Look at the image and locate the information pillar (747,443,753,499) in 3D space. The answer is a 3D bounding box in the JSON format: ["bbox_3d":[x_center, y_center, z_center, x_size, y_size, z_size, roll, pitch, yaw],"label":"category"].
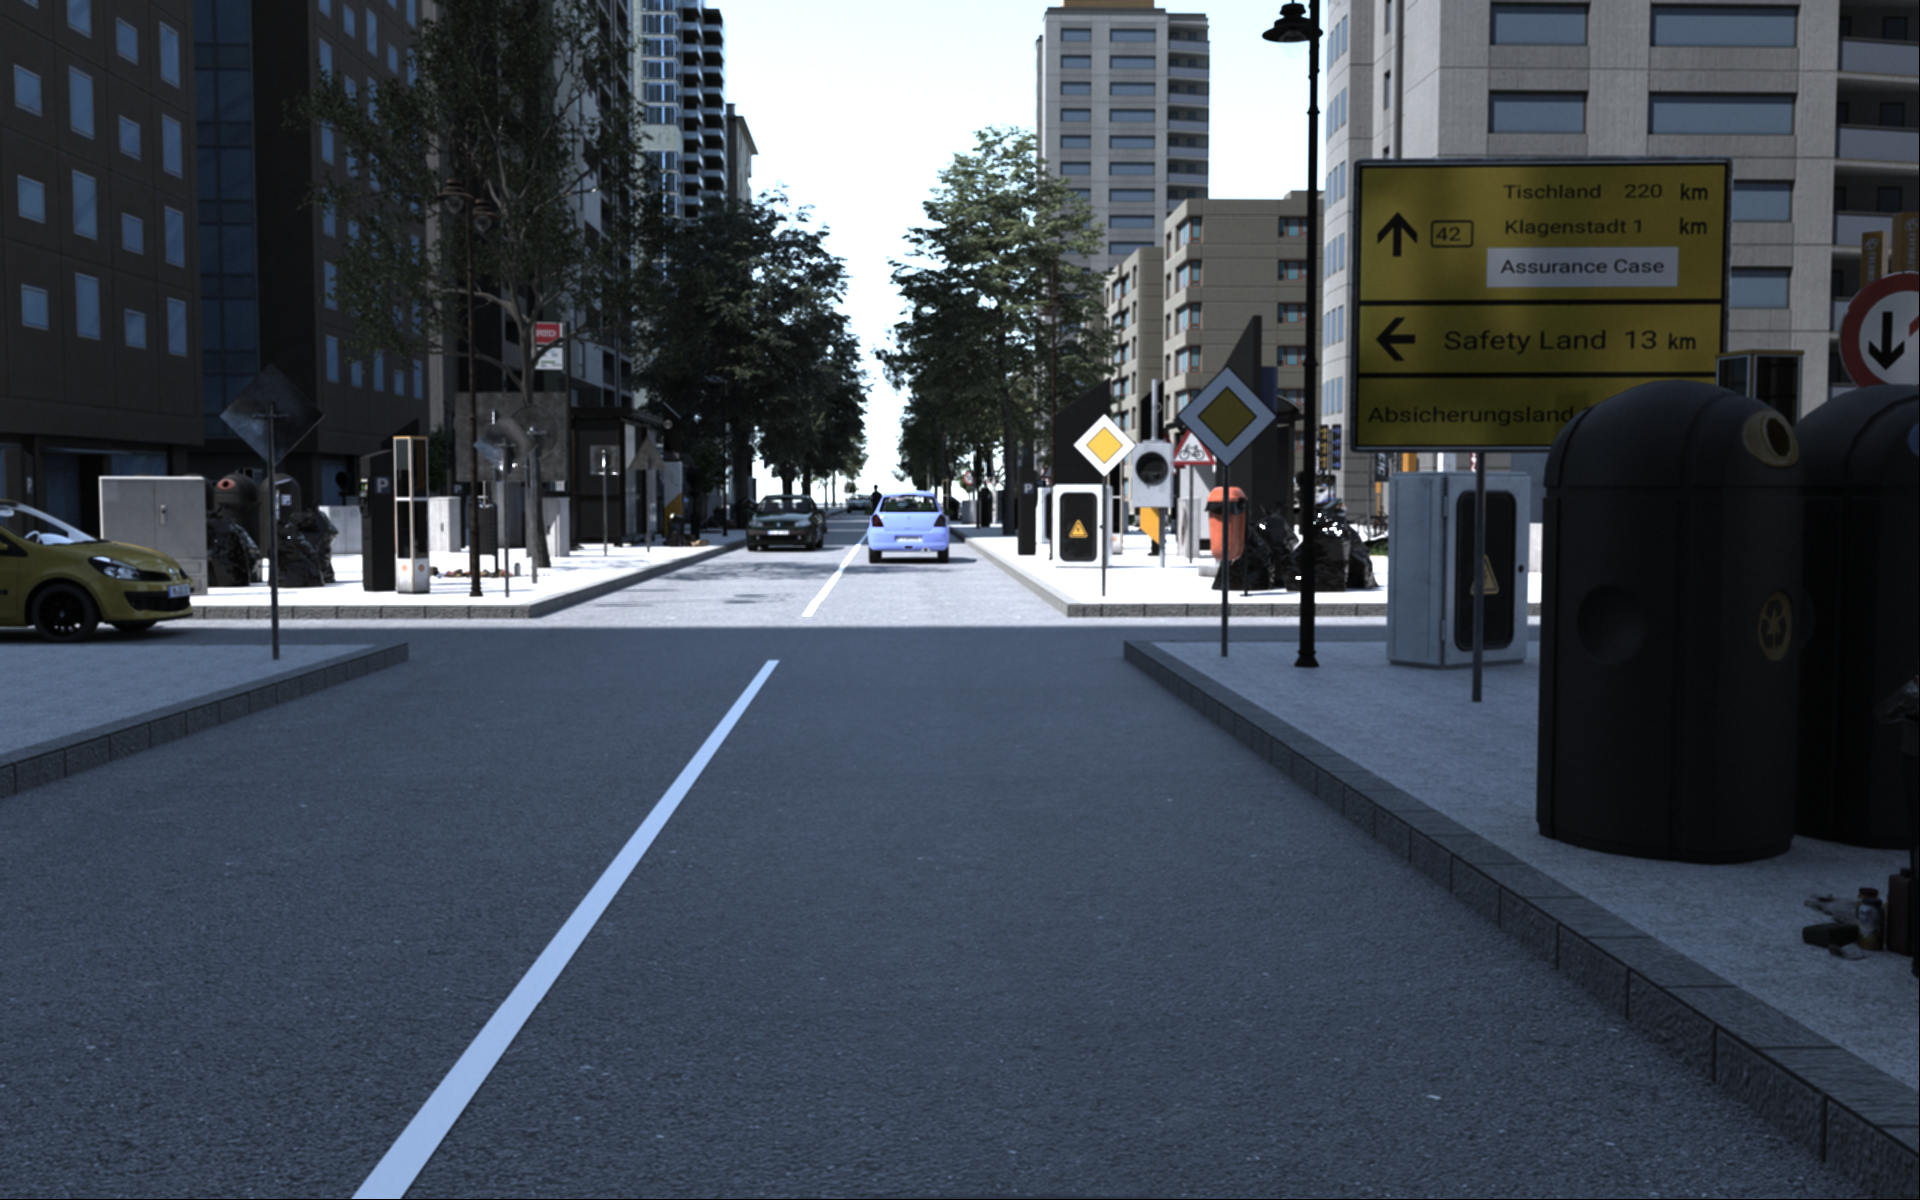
[{"bbox_3d":[-9.632,-5.341,78.674,0.504,3.616,0.183,0,4,-5],"label":"information pillar"}]

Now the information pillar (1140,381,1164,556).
[{"bbox_3d":[3.979,-2.718,35.799,0.504,3.616,0.183,0,4,3],"label":"information pillar"}]

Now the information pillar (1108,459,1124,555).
[{"bbox_3d":[3.278,-1.956,36.475,0.304,2.012,0.304,1,4,13],"label":"information pillar"}]

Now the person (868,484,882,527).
[{"bbox_3d":[-3.634,-4.017,73.963,0.659,1.850,0.755,-3,4,-38],"label":"person"}]

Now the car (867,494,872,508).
[{"bbox_3d":[-8.828,-9.348,162.618,2.009,1.686,4.222,0,4,-4],"label":"car"}]

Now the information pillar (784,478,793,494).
[{"bbox_3d":[-7.767,-4.518,78.358,0.304,2.012,0.304,-2,4,-32],"label":"information pillar"}]

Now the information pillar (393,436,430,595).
[{"bbox_3d":[-7.029,-1.084,22.220,0.304,2.012,0.304,2,4,28],"label":"information pillar"}]

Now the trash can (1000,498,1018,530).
[{"bbox_3d":[1.815,-3.085,62.090,0.748,1.137,0.748,0,3,0],"label":"trash can"}]

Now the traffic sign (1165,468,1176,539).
[{"bbox_3d":[5.653,-2.924,47.816,0.884,2.594,0.081,0,4,1],"label":"traffic sign"}]

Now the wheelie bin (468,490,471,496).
[{"bbox_3d":[-18.534,-3.584,66.500,0.693,1.594,0.980,-1,4,-21],"label":"wheelie bin"}]

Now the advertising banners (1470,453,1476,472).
[{"bbox_3d":[17.359,-3.740,57.332,0.090,3.025,2.074,-1,4,-11],"label":"advertising banners"}]

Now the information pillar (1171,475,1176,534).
[{"bbox_3d":[7.030,-3.164,56.223,0.304,2.012,0.304,2,4,26],"label":"information pillar"}]

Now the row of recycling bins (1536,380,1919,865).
[{"bbox_3d":[3.929,0.034,6.564,3.534,1.692,1.069,0,4,-6],"label":"row of recycling bins"}]

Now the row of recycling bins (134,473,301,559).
[{"bbox_3d":[-14.989,-1.691,34.763,3.534,1.692,1.069,0,4,0],"label":"row of recycling bins"}]

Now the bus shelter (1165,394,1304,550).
[{"bbox_3d":[5.792,-2.627,36.872,2.014,3.302,5.546,0,4,-2],"label":"bus shelter"}]

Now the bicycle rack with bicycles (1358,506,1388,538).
[{"bbox_3d":[13.241,-2.354,51.865,2.925,0.926,2.852,0,4,-2],"label":"bicycle rack with bicycles"}]

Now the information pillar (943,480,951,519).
[{"bbox_3d":[-0.703,-5.290,90.979,0.304,2.012,0.304,2,4,32],"label":"information pillar"}]

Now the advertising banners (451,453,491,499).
[{"bbox_3d":[-20.773,-4.772,74.212,2.074,3.025,0.090,0,4,3],"label":"advertising banners"}]

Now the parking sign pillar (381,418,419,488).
[{"bbox_3d":[-19.798,-4.449,61.212,1.447,3.967,1.447,-2,4,-33],"label":"parking sign pillar"}]

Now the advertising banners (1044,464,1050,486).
[{"bbox_3d":[4.059,-5.815,91.268,0.090,3.025,2.074,-3,5,-40],"label":"advertising banners"}]

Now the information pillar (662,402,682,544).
[{"bbox_3d":[-7.362,-3.238,44.298,0.504,3.616,0.183,1,4,16],"label":"information pillar"}]

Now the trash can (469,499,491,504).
[{"bbox_3d":[-13.919,-2.377,50.517,0.748,1.137,0.748,0,3,0],"label":"trash can"}]

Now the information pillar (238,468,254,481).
[{"bbox_3d":[-19.999,-2.695,48.561,0.304,2.012,0.304,3,4,37],"label":"information pillar"}]

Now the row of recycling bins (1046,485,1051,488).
[{"bbox_3d":[3.868,-4.588,82.120,1.069,1.692,3.534,1,4,15],"label":"row of recycling bins"}]

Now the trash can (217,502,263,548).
[{"bbox_3d":[-12.617,-1.145,30.378,0.748,1.137,0.748,0,3,0],"label":"trash can"}]

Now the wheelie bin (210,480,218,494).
[{"bbox_3d":[-17.163,-1.945,39.714,0.693,1.594,0.980,0,4,8],"label":"wheelie bin"}]

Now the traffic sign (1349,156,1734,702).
[{"bbox_3d":[3.521,-1.023,10.595,2.265,3.308,0.079,0,4,2],"label":"traffic sign"}]

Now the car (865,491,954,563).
[{"bbox_3d":[-1.092,-1.688,37.197,1.945,1.707,3.694,0,4,-2],"label":"car"}]

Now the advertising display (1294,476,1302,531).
[{"bbox_3d":[11.541,-3.389,60.625,0.123,1.923,0.974,-3,5,-44],"label":"advertising display"}]

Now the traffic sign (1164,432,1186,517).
[{"bbox_3d":[4.262,-2.212,36.167,0.884,2.594,0.081,0,4,4],"label":"traffic sign"}]

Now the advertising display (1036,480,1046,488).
[{"bbox_3d":[4.189,-5.078,88.242,0.123,1.923,0.974,1,4,22],"label":"advertising display"}]

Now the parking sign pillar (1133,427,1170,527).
[{"bbox_3d":[7.481,-4.841,67.625,1.447,3.967,1.447,0,4,5],"label":"parking sign pillar"}]

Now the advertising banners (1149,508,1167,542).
[{"bbox_3d":[5.134,-3.019,45.553,0.090,3.025,2.074,-1,4,-8],"label":"advertising banners"}]

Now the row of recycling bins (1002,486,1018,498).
[{"bbox_3d":[2.368,-4.175,75.378,1.069,1.692,3.534,0,4,-4],"label":"row of recycling bins"}]

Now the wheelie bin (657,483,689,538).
[{"bbox_3d":[-8.489,-2.643,51.117,0.980,1.594,0.693,0,4,-4],"label":"wheelie bin"}]

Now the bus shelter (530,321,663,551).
[{"bbox_3d":[-8.970,-3.993,42.912,2.179,5.291,8.768,0,4,-2],"label":"bus shelter"}]

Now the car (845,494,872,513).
[{"bbox_3d":[-7.618,-7.290,130.986,2.131,1.459,4.920,0,4,-2],"label":"car"}]

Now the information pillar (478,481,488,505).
[{"bbox_3d":[-10.314,-2.000,37.198,0.304,2.012,0.304,0,4,-3],"label":"information pillar"}]

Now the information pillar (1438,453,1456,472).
[{"bbox_3d":[7.621,-2.188,27.122,0.183,3.616,0.504,3,5,41],"label":"information pillar"}]

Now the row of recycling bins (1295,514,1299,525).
[{"bbox_3d":[13.791,-3.976,72.119,3.534,1.692,1.069,3,5,42],"label":"row of recycling bins"}]

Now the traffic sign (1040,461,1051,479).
[{"bbox_3d":[3.236,-3.692,60.366,0.884,2.594,0.081,0,3,0],"label":"traffic sign"}]

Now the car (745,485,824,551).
[{"bbox_3d":[-4.499,-2.142,44.814,2.009,1.686,4.222,0,4,0],"label":"car"}]

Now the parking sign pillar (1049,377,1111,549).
[{"bbox_3d":[2.792,-3.148,39.949,1.447,3.967,1.447,0,4,-6],"label":"parking sign pillar"}]

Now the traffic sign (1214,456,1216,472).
[{"bbox_3d":[5.200,-1.922,33.561,0.606,2.300,0.079,0,4,1],"label":"traffic sign"}]

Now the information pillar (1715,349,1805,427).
[{"bbox_3d":[4.123,-0.276,8.997,0.304,2.012,0.304,-1,4,-11],"label":"information pillar"}]

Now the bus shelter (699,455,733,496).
[{"bbox_3d":[-12.426,-5.595,85.395,2.014,3.302,5.546,0,4,-2],"label":"bus shelter"}]

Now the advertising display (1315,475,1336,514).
[{"bbox_3d":[11.928,-3.179,57.195,0.974,1.923,0.123,-1,4,-12],"label":"advertising display"}]

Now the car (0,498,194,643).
[{"bbox_3d":[-9.828,-0.436,17.355,3.980,1.641,2.015,0,4,-2],"label":"car"}]

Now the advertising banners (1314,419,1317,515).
[{"bbox_3d":[8.150,-2.671,39.857,0.090,3.025,2.074,1,4,15],"label":"advertising banners"}]

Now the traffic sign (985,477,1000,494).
[{"bbox_3d":[1.681,-5.571,91.094,0.884,2.594,0.081,0,4,7],"label":"traffic sign"}]

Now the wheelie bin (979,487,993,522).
[{"bbox_3d":[1.216,-4.382,79.550,0.693,1.594,0.980,1,4,14],"label":"wheelie bin"}]

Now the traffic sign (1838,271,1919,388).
[{"bbox_3d":[5.414,-0.605,10.006,0.768,2.556,0.104,0,4,1],"label":"traffic sign"}]

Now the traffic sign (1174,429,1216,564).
[{"bbox_3d":[4.238,-1.941,31.738,0.884,2.594,0.081,0,4,2],"label":"traffic sign"}]

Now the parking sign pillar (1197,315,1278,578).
[{"bbox_3d":[4.429,-2.349,26.874,1.447,3.967,1.447,-1,4,-16],"label":"parking sign pillar"}]

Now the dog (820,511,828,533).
[{"bbox_3d":[-5.121,-2.860,63.595,0.513,0.831,0.800,2,4,30],"label":"dog"}]
